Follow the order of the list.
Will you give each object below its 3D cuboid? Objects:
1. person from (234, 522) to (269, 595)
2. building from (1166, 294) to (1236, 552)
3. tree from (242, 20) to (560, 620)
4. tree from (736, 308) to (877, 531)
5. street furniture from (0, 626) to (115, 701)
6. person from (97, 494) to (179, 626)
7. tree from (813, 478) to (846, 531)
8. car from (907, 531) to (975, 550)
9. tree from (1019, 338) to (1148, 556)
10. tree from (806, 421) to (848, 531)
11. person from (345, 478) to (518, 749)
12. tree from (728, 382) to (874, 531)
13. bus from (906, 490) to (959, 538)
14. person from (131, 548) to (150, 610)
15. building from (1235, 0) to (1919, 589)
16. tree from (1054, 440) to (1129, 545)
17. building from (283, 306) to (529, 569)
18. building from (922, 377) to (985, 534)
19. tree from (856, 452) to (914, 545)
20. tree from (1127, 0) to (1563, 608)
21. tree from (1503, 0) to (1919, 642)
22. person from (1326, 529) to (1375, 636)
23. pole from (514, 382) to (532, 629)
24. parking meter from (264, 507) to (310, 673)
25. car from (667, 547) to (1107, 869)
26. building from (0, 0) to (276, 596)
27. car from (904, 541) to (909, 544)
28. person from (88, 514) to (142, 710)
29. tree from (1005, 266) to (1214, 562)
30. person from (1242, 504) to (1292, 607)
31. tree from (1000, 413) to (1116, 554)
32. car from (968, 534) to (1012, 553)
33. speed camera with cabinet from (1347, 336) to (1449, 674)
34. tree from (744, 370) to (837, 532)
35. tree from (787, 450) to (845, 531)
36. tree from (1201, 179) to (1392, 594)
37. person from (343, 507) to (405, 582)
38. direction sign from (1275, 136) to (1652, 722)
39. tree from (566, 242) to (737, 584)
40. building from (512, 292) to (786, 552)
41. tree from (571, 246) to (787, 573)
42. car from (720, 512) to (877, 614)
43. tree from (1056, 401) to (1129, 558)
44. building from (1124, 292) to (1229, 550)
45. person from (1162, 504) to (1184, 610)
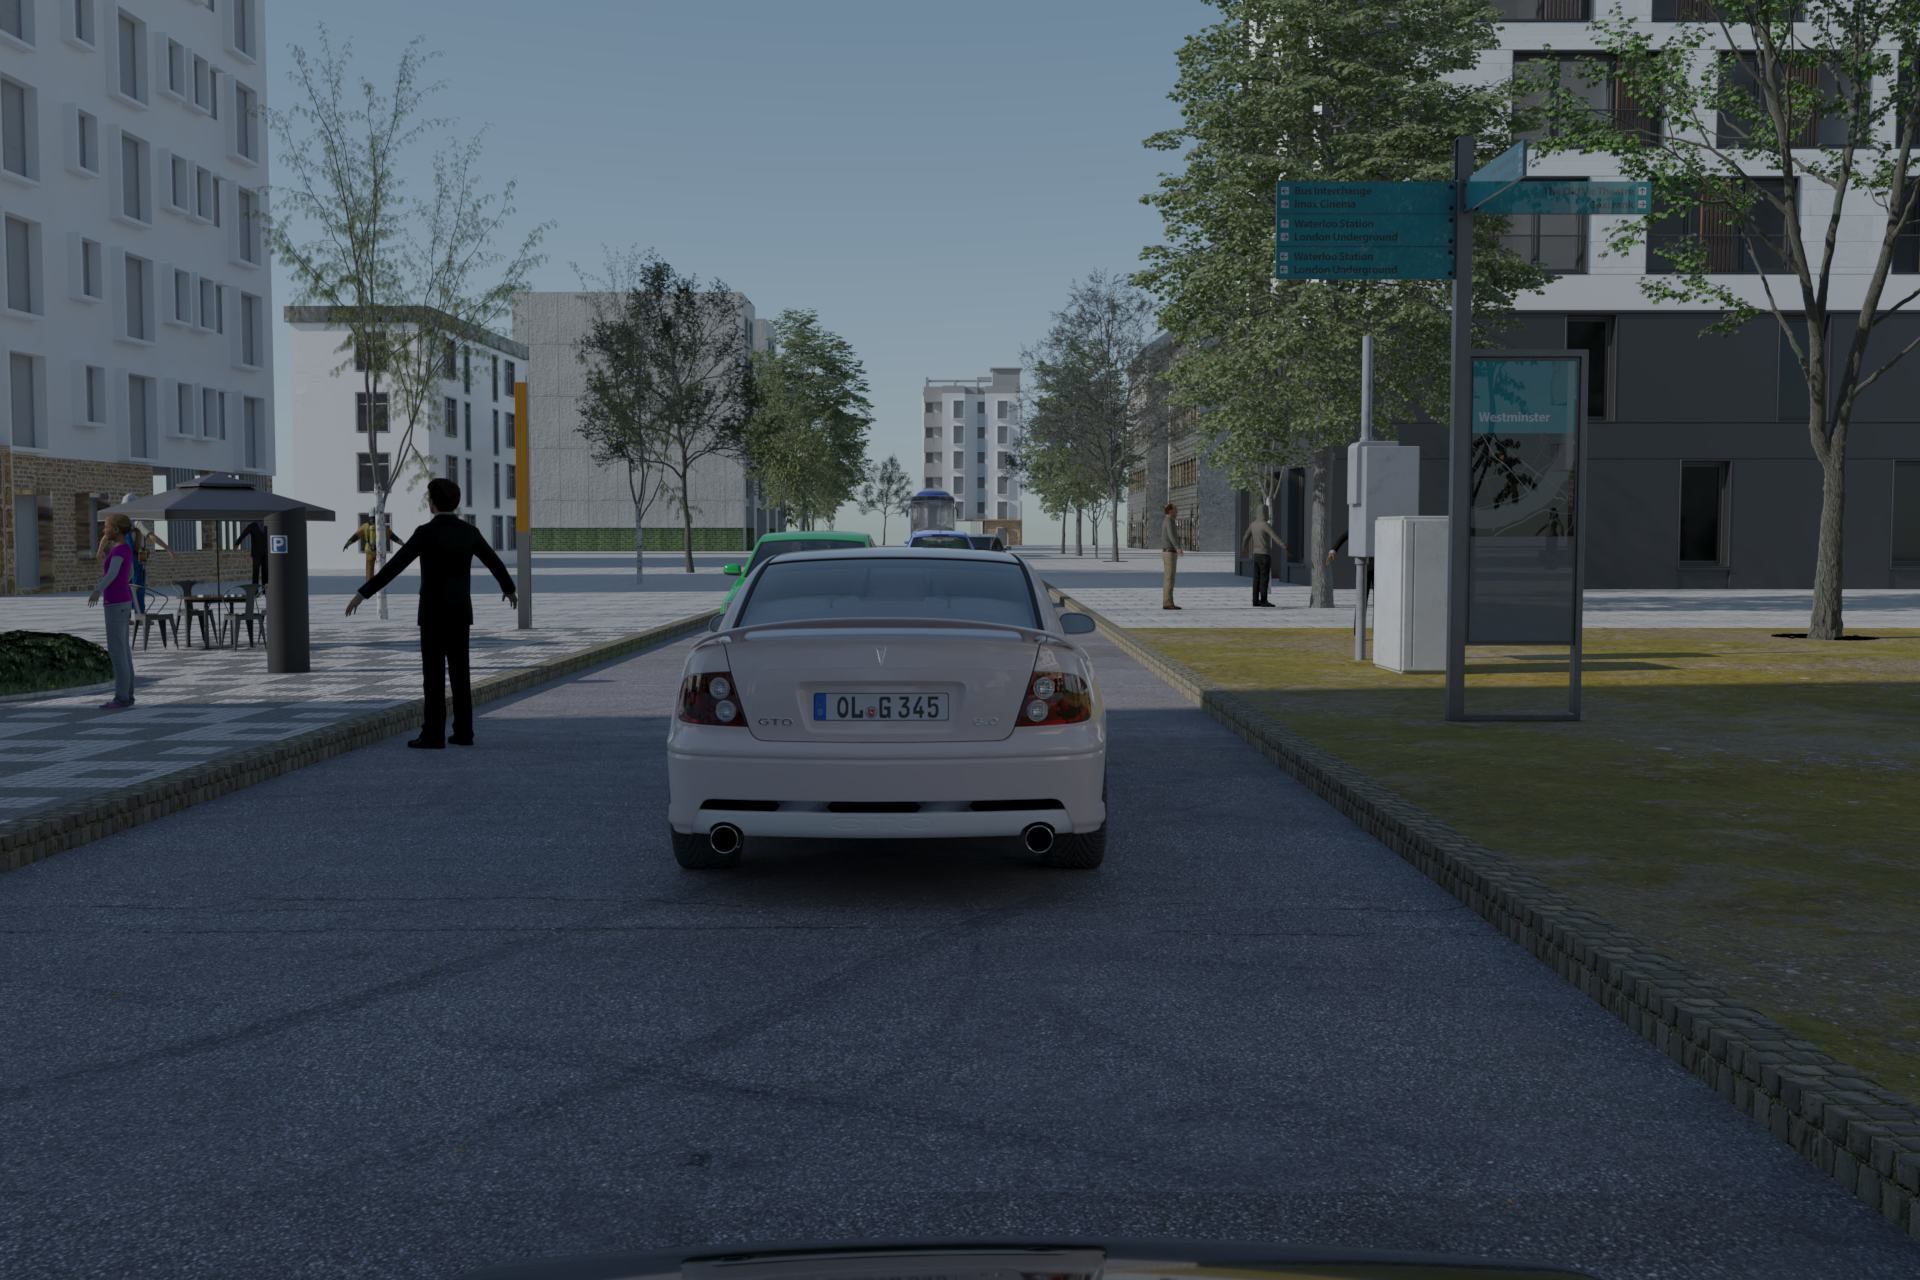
[{"bbox_3d":[-14.797,-1.862,36.661,0.704,1.802,1.346,2,4,35],"label":"person"},{"bbox_3d":[26.188,-18.383,131.487,19.493,23.208,18.063,0,4,0],"label":"building"},{"bbox_3d":[-8.912,-4.617,25.845,4.360,8.622,3.978,0,3,0],"label":"tree"},{"bbox_3d":[-7.787,-10.361,87.526,7.486,12.596,7.792,0,3,0],"label":"tree"},{"bbox_3d":[-10.071,0.195,12.437,5.734,0.657,10.072,0,4,2],"label":"street furniture"},{"bbox_3d":[-11.596,-1.129,24.312,1.347,1.847,0.705,1,4,16],"label":"person"},{"bbox_3d":[-14.553,-14.952,194.821,4.737,8.622,4.395,0,3,0],"label":"tree"},{"bbox_3d":[-0.408,-1.545,34.852,1.945,1.707,3.694,0,4,-1],"label":"car"},{"bbox_3d":[7.177,-11.116,99.880,7.486,12.596,7.792,0,3,0],"label":"tree"},{"bbox_3d":[-8.064,-9.550,106.499,4.360,8.622,3.978,0,3,0],"label":"tree"},{"bbox_3d":[-3.489,-0.185,11.669,0.705,1.806,1.347,3,4,37],"label":"person"},{"bbox_3d":[-8.749,-10.048,98.696,8.767,10.594,7.601,-3,4,-36],"label":"tree"},{"bbox_3d":[-1.489,-6.663,100.486,2.896,3.916,12.251,0,4,0],"label":"bus"},{"bbox_3d":[-14.036,-1.405,29.429,0.721,1.772,1.216,-3,5,-43],"label":"person"},{"bbox_3d":[22.496,-12.946,55.644,27.936,21.610,32.646,0,4,0],"label":"building"},{"bbox_3d":[15.099,-17.529,196.963,12.009,13.543,11.850,0,3,0],"label":"tree"},{"bbox_3d":[-23.865,-8.300,77.853,9.099,9.664,28.070,0,4,1],"label":"building"},{"bbox_3d":[-3.994,-20.888,200.394,11.380,20.090,16.016,0,4,-6],"label":"building"},{"bbox_3d":[-8.325,-16.029,196.481,7.601,10.594,8.767,0,4,2],"label":"tree"},{"bbox_3d":[6.512,-6.806,29.410,7.486,12.596,7.792,0,3,0],"label":"tree"},{"bbox_3d":[10.532,-5.808,20.712,9.928,11.665,9.643,0,3,0],"label":"tree"},{"bbox_3d":[4.972,-0.862,20.817,1.216,1.740,0.721,-1,4,-9],"label":"person"},{"bbox_3d":[-5.890,-1.805,23.359,0.158,3.312,0.155,0,3,0],"label":"pole"},{"bbox_3d":[-6.250,-0.469,16.086,0.372,1.533,0.369,0,3,0],"label":"parking meter"},{"bbox_3d":[-0.306,0.218,8.796,2.083,1.381,4.827,0,4,0],"label":"car"},{"bbox_3d":[-24.617,-10.991,36.119,16.016,20.090,11.380,0,4,1],"label":"building"},{"bbox_3d":[-1.682,-4.442,82.225,1.945,1.707,3.694,0,4,0],"label":"car"},{"bbox_3d":[-6.266,-0.214,12.764,0.599,1.433,0.991,-1,4,-15],"label":"person"},{"bbox_3d":[7.072,-10.338,79.401,12.009,13.543,11.850,0,3,0],"label":"tree"},{"bbox_3d":[5.333,-1.487,30.440,0.705,1.813,1.348,-2,4,-28],"label":"person"},{"bbox_3d":[6.475,-10.735,109.932,8.767,10.594,7.601,1,4,13],"label":"tree"},{"bbox_3d":[0.613,-2.694,53.825,2.009,1.686,4.222,0,3,0],"label":"car"},{"bbox_3d":[4.280,-1.369,16.724,0.660,3.252,2.038,0,4,-1],"label":"speed camera with cabinet"},{"bbox_3d":[-7.758,-7.859,78.853,4.737,8.622,4.395,0,3,0],"label":"tree"},{"bbox_3d":[-16.768,-17.368,202.096,7.486,12.596,7.792,0,3,0],"label":"tree"},{"bbox_3d":[6.354,-5.283,36.737,4.360,8.622,3.978,0,3,0],"label":"tree"},{"bbox_3d":[-12.416,-1.897,36.782,1.354,1.858,0.705,-1,4,-9],"label":"person"},{"bbox_3d":[3.398,-1.374,11.222,2.525,3.948,1.411,0,4,0],"label":"direction sign"},{"bbox_3d":[-8.290,-5.739,44.194,4.360,8.622,3.978,0,3,0],"label":"tree"},{"bbox_3d":[-24.290,-16.879,142.429,16.747,18.905,31.486,0,3,0],"label":"building"},{"bbox_3d":[-9.254,-7.492,56.914,7.601,10.594,8.767,0,4,-7],"label":"tree"},{"bbox_3d":[-1.673,-0.687,20.029,1.959,1.807,4.718,0,3,0],"label":"car"},{"bbox_3d":[7.327,-8.658,91.925,4.360,8.622,3.978,0,3,0],"label":"tree"},{"bbox_3d":[24.728,-19.586,151.155,19.493,23.208,18.063,0,4,1],"label":"building"},{"bbox_3d":[3.595,-1.415,29.403,0.705,1.796,1.348,0,3,0],"label":"person"}]
